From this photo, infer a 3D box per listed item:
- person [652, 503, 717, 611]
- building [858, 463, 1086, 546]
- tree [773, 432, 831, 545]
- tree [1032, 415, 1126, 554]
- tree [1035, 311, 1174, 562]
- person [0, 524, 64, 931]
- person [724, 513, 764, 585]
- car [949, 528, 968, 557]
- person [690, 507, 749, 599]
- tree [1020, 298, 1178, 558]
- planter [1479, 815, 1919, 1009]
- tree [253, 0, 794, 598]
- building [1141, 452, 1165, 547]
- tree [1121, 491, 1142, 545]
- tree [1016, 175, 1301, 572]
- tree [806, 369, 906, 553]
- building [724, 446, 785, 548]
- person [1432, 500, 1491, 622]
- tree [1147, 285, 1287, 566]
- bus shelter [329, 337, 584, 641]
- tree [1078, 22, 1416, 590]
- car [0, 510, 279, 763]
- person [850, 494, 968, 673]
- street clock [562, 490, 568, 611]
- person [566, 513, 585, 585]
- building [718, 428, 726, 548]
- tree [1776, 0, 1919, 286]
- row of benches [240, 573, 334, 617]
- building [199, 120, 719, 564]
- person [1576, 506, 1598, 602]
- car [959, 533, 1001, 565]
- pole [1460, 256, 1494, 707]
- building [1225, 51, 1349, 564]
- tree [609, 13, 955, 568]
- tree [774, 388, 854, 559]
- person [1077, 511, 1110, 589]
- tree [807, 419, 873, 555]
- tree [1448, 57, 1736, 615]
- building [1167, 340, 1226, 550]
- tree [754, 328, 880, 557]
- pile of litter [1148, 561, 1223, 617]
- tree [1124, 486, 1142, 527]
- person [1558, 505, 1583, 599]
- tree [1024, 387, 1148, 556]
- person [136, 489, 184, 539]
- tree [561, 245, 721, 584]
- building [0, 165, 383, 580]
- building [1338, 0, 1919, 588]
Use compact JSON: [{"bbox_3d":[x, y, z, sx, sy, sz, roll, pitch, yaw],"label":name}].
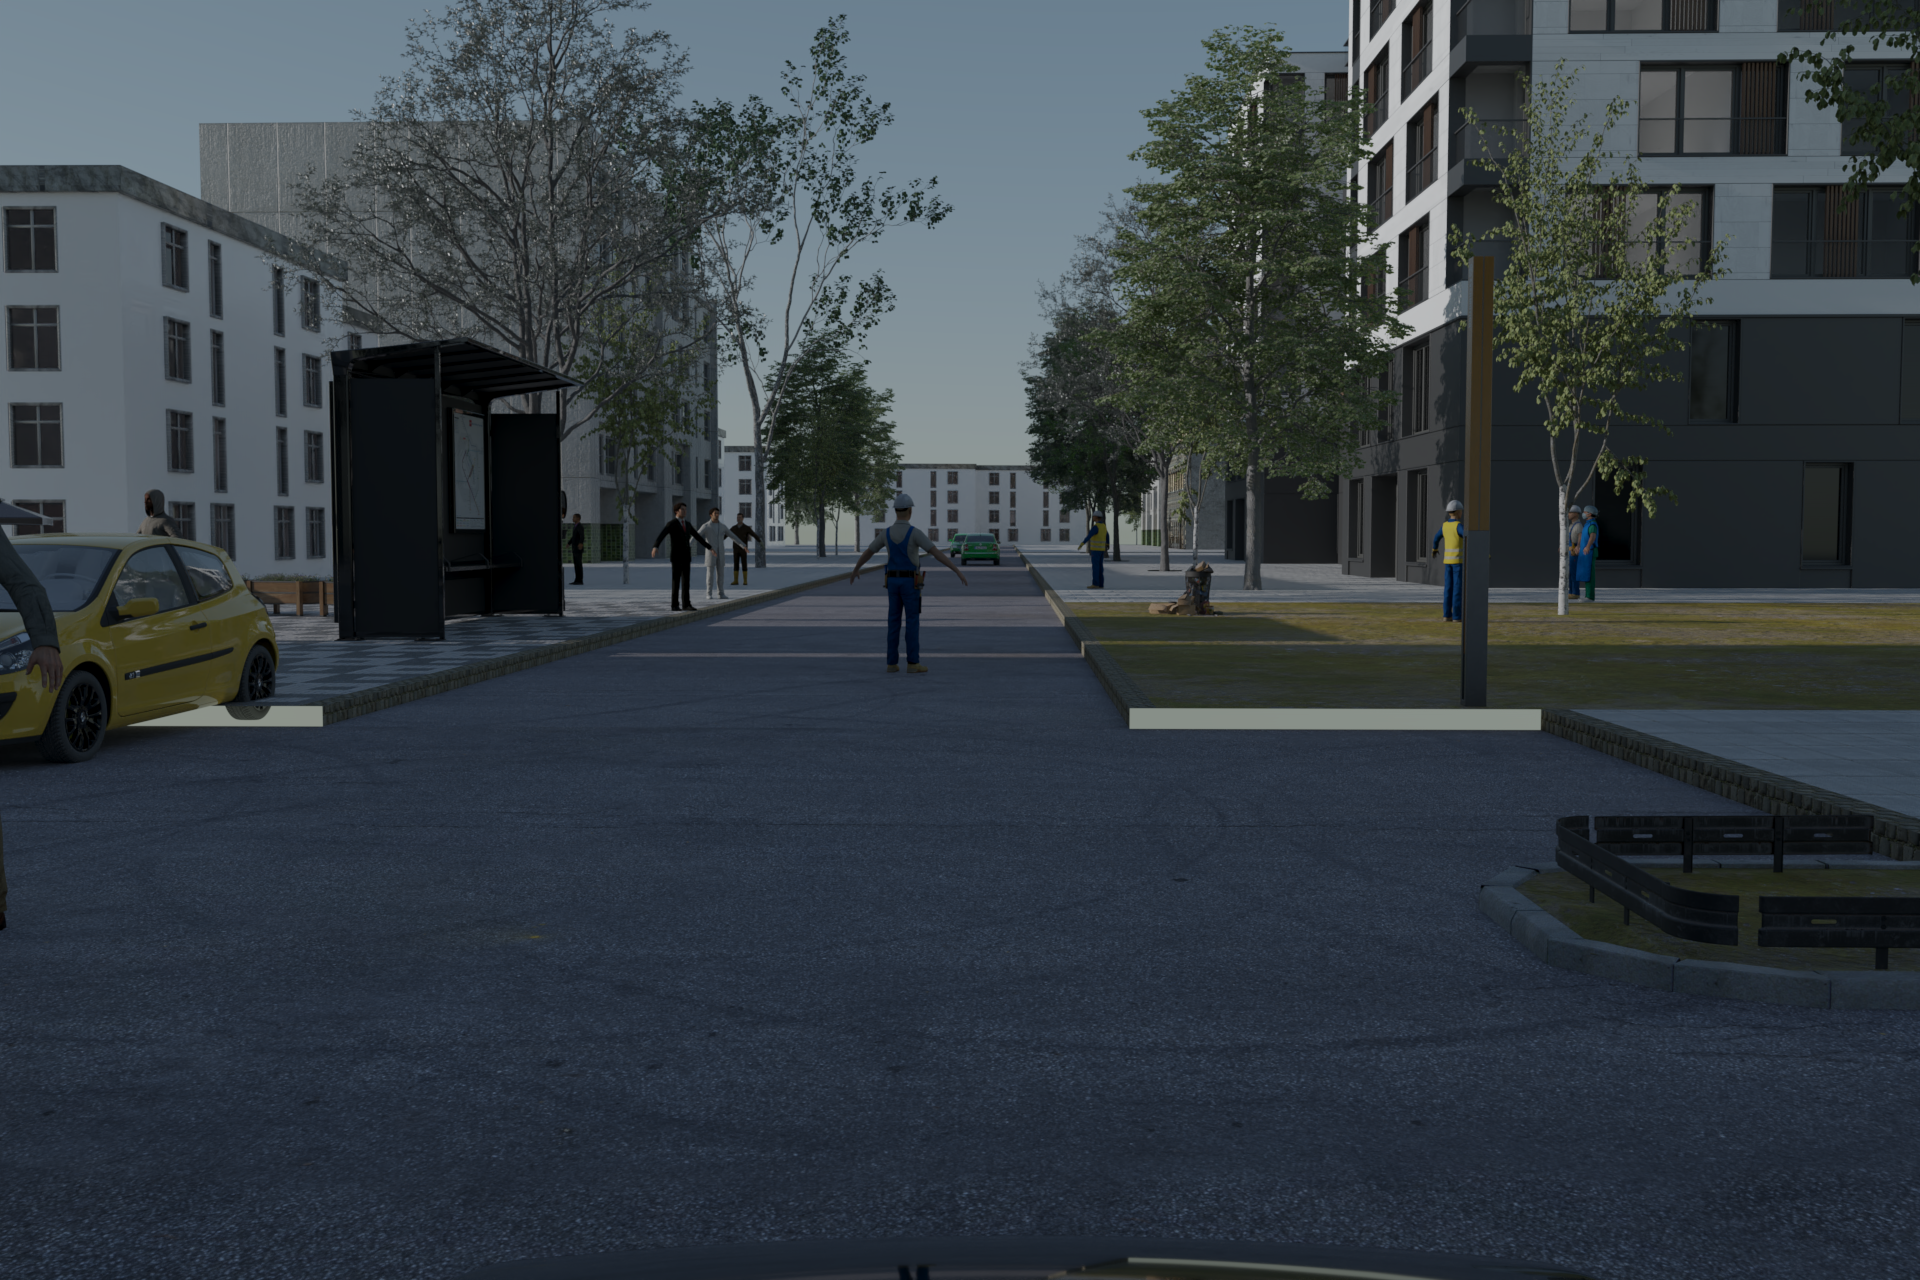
[{"bbox_3d":[-4.640,-1.390,28.913,0.705,1.806,1.347,3,5,42],"label":"person"},{"bbox_3d":[1.326,-16.076,207.445,28.070,9.664,9.099,0,4,-7],"label":"building"},{"bbox_3d":[-19.793,-18.606,210.861,9.857,13.997,8.962,0,3,0],"label":"tree"},{"bbox_3d":[8.436,-11.532,114.297,9.928,11.665,9.643,0,3,0],"label":"tree"},{"bbox_3d":[7.240,-9.495,81.006,9.928,11.665,9.643,0,3,0],"label":"tree"},{"bbox_3d":[-3.652,0.155,6.202,1.348,1.796,0.705,2,4,23],"label":"person"},{"bbox_3d":[-5.534,-2.288,43.548,1.346,1.812,0.704,1,4,12],"label":"person"},{"bbox_3d":[0.314,-6.040,107.556,1.959,1.807,4.718,0,4,1],"label":"car"},{"bbox_3d":[-4.820,-1.712,34.184,1.347,1.806,0.705,-2,4,-30],"label":"person"},{"bbox_3d":[7.667,-11.379,92.701,9.857,13.997,8.962,0,3,0],"label":"tree"},{"bbox_3d":[2.963,0.914,6.200,1.991,0.319,1.994,0,4,2],"label":"planter"},{"bbox_3d":[-8.422,-7.595,34.544,12.009,13.543,11.850,0,3,0],"label":"tree"},{"bbox_3d":[28.789,-19.391,183.496,16.747,18.905,31.486,0,4,2],"label":"building"},{"bbox_3d":[20.648,-15.538,204.414,4.737,8.622,4.395,0,3,0],"label":"tree"},{"bbox_3d":[6.986,-9.109,59.308,12.009,13.543,11.850,0,3,0],"label":"tree"},{"bbox_3d":[-7.350,-12.331,119.739,7.486,12.596,7.792,0,3,0],"label":"tree"},{"bbox_3d":[-22.452,-14.467,178.678,9.099,9.664,28.070,0,4,1],"label":"building"},{"bbox_3d":[7.295,-1.152,25.297,0.721,1.772,1.216,-2,4,-24],"label":"person"},{"bbox_3d":[6.807,-6.001,48.487,4.737,8.622,4.395,0,3,0],"label":"tree"},{"bbox_3d":[-6.695,-1.989,23.801,1.731,3.624,6.357,0,4,1],"label":"bus shelter"},{"bbox_3d":[6.462,-7.433,39.650,7.486,12.596,7.792,0,3,0],"label":"tree"},{"bbox_3d":[-6.299,-0.113,12.068,2.015,1.641,3.980,0,4,2],"label":"car"},{"bbox_3d":[-0.573,-0.589,17.948,1.347,1.847,0.705,2,4,24],"label":"person"},{"bbox_3d":[-6.688,-1.481,28.783,0.358,2.002,0.471,0,4,2],"label":"street clock"},{"bbox_3d":[-9.684,-2.295,43.740,0.704,1.802,1.346,-2,4,-27],"label":"person"},{"bbox_3d":[-23.507,-12.143,140.682,9.099,9.664,28.070,0,4,1],"label":"building"},{"bbox_3d":[9.675,-4.003,15.804,4.737,8.622,4.395,0,3,0],"label":"tree"},{"bbox_3d":[-10.572,-0.730,27.405,4.104,0.672,1.422,1,4,22],"label":"row of benches"},{"bbox_3d":[-23.723,-13.692,90.318,16.747,18.905,31.486,0,4,2],"label":"building"},{"bbox_3d":[11.838,-1.623,32.670,0.704,1.817,1.347,1,4,16],"label":"person"},{"bbox_3d":[0.940,-4.381,80.421,1.959,1.807,4.718,0,4,0],"label":"car"},{"bbox_3d":[3.839,-1.163,12.855,0.158,3.312,0.155,0,3,0],"label":"pole"},{"bbox_3d":[27.499,-15.025,89.639,27.936,21.610,32.646,0,4,2],"label":"building"},{"bbox_3d":[-6.862,-12.729,64.002,12.611,20.169,13.585,0,3,0],"label":"tree"},{"bbox_3d":[-7.253,-8.391,87.548,4.737,8.622,4.395,0,3,0],"label":"tree"},{"bbox_3d":[3.209,-2.126,40.731,0.705,1.833,1.349,3,4,36],"label":"person"},{"bbox_3d":[-7.588,-9.431,104.565,4.360,8.622,3.978,0,3,0],"label":"tree"},{"bbox_3d":[9.596,-4.693,27.096,4.737,8.622,4.395,0,3,0],"label":"tree"},{"bbox_3d":[27.945,-19.519,150.066,19.493,23.208,18.063,0,4,2],"label":"building"},{"bbox_3d":[-7.910,-10.856,95.620,7.486,12.596,7.792,0,3,0],"label":"tree"},{"bbox_3d":[3.603,-0.843,27.754,1.176,0.858,1.719,0,4,1],"label":"pile of litter"},{"bbox_3d":[23.141,-17.871,210.314,7.486,12.596,7.792,0,3,0],"label":"tree"},{"bbox_3d":[12.058,-1.727,34.095,0.705,1.847,1.347,0,4,5],"label":"person"},{"bbox_3d":[7.728,-10.277,102.438,8.767,10.594,7.601,1,4,13],"label":"tree"},{"bbox_3d":[-9.568,-0.884,20.576,1.348,1.813,0.705,2,4,32],"label":"person"},{"bbox_3d":[-8.383,-5.753,44.423,4.737,8.622,4.395,0,3,0],"label":"tree"},{"bbox_3d":[-23.417,-6.819,53.632,9.099,9.664,28.070,0,4,1],"label":"building"},{"bbox_3d":[26.105,-12.985,56.285,27.936,21.610,32.646,0,4,1],"label":"building"}]
